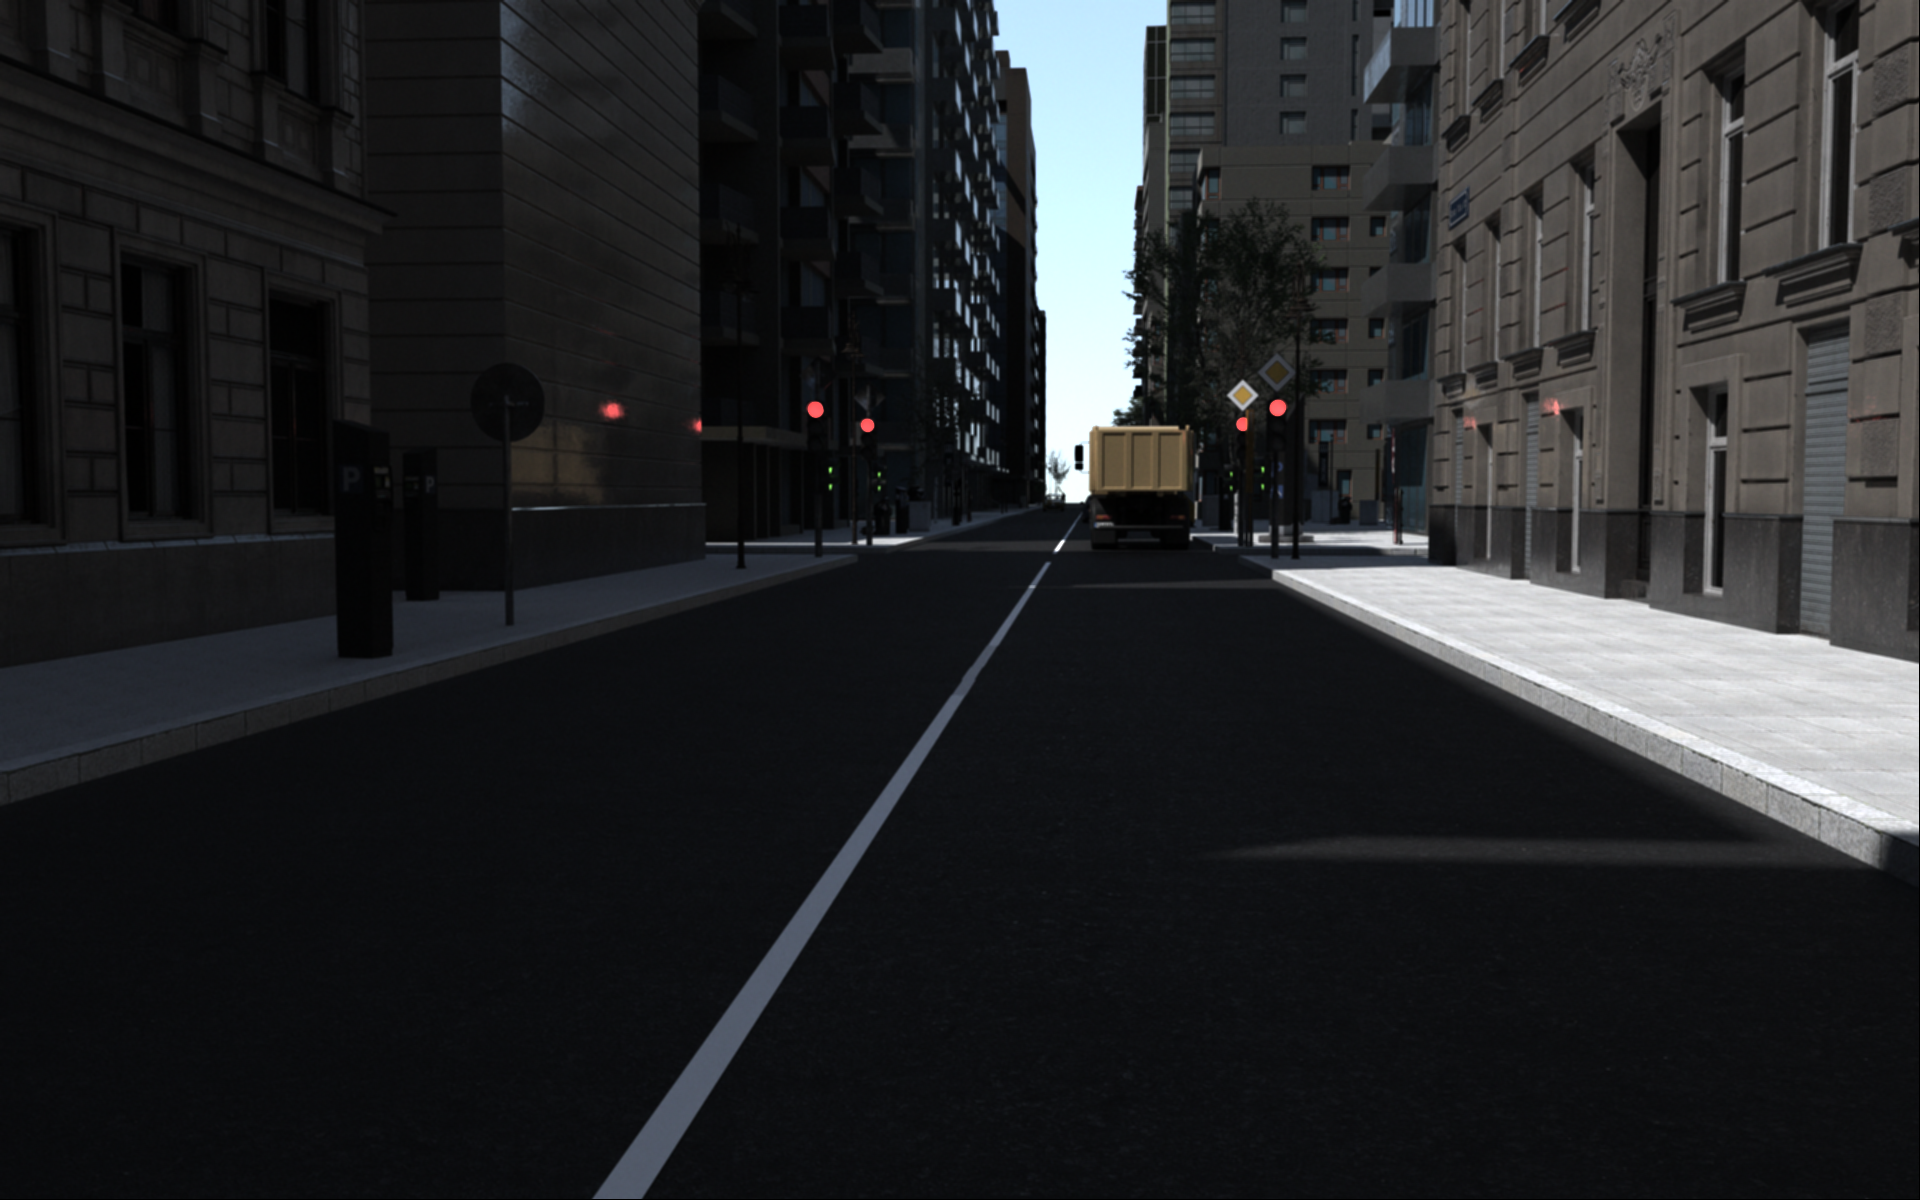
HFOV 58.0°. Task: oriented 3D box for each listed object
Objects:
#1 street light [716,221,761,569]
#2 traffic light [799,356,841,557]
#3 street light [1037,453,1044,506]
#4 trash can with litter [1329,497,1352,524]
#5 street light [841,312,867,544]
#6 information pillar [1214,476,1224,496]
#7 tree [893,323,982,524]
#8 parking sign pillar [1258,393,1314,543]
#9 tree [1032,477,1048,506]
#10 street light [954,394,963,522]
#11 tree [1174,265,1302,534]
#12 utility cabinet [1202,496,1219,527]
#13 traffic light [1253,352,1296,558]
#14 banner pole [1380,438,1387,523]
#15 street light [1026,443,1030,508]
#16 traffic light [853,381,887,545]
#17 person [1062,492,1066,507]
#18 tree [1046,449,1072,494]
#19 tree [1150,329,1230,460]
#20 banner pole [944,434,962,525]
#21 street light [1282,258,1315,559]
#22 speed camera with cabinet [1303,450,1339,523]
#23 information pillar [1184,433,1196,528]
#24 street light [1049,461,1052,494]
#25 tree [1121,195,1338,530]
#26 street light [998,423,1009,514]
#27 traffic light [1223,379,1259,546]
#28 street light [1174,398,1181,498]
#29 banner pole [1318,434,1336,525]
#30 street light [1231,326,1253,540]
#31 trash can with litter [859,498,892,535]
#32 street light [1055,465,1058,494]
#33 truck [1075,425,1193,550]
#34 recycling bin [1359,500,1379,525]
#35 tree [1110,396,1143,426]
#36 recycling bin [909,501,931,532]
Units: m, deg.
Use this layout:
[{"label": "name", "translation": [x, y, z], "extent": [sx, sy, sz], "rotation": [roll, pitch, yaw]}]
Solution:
[{"label": "street light", "translation": [-3.771, -3.479, 29.667], "extent": [0.468, 5.910, 1.993], "rotation": [0, 4, 4]}, {"label": "traffic light", "translation": [-2.864, -2.829, 35.181], "extent": [0.839, 4.253, 0.868], "rotation": [0, 4, 4]}, {"label": "street light", "translation": [8.678, -13.276, 189.853], "extent": [0.468, 5.910, 1.993], "rotation": [0, 4, 4]}, {"label": "trash can with litter", "translation": [16.137, -3.803, 73.571], "extent": [0.624, 1.170, 1.055], "rotation": [-3, 4, -38]}, {"label": "street light", "translation": [-2.688, -4.358, 44.042], "extent": [0.468, 5.910, 1.993], "rotation": [0, 4, 4]}, {"label": "information pillar", "translation": [10.423, -3.995, 69.807], "extent": [0.304, 2.012, 0.304], "rotation": [-2, 4, -23]}, {"label": "tree", "translation": [-1.064, -7.646, 75.367], "extent": [4.360, 8.622, 3.978], "rotation": [0, 3, 0]}, {"label": "parking sign pillar", "translation": [8.629, -3.501, 45.713], "extent": [1.447, 3.967, 1.447], "rotation": [2, 4, 34]}, {"label": "tree", "translation": [9.091, -12.228, 194.522], "extent": [1.663, 3.219, 1.824], "rotation": [0, 3, 0]}, {"label": "street light", "translation": [0.024, -6.472, 78.608], "extent": [0.468, 5.910, 1.993], "rotation": [0, 4, 4]}, {"label": "tree", "translation": [8.869, -6.416, 55.260], "extent": [4.360, 8.622, 3.978], "rotation": [0, 3, 0]}, {"label": "utility cabinet", "translation": [10.121, -3.521, 68.732], "extent": [1.020, 1.237, 0.306], "rotation": [-1, 4, -22]}, {"label": "traffic light", "translation": [6.271, -2.787, 34.489], "extent": [0.839, 4.253, 0.868], "rotation": [0, 4, 4]}, {"label": "banner pole", "translation": [19.042, -5.360, 77.654], "extent": [0.401, 3.779, 0.863], "rotation": [0, 4, 5]}, {"label": "street light", "translation": [6.061, -11.138, 154.887], "extent": [0.468, 5.910, 1.993], "rotation": [0, 4, 4]}, {"label": "traffic light", "translation": [-2.245, -3.316, 43.142], "extent": [0.839, 4.253, 0.868], "rotation": [0, 4, 4]}, {"label": "person", "translation": [11.111, -10.751, 185.746], "extent": [0.415, 1.643, 0.593], "rotation": [2, 4, 29]}, {"label": "tree", "translation": [15.541, -19.977, 276.987], "extent": [4.737, 8.622, 4.395], "rotation": [0, 3, 0]}, {"label": "tree", "translation": [10.391, -7.808, 78.021], "extent": [4.737, 8.622, 4.395], "rotation": [0, 3, 0]}, {"label": "banner pole", "translation": [-0.328, -5.047, 72.528], "extent": [0.863, 3.779, 0.401], "rotation": [2, 4, 29]}, {"label": "street light", "translation": [6.639, -3.750, 34.096], "extent": [0.468, 5.910, 1.993], "rotation": [0, 4, 4]}, {"label": "speed camera with cabinet", "translation": [17.210, -5.459, 83.598], "extent": [2.038, 3.252, 0.660], "rotation": [0, 4, -5]}, {"label": "information pillar", "translation": [8.798, -4.585, 66.311], "extent": [0.504, 3.616, 0.183], "rotation": [3, 5, 40]}, {"label": "street light", "translation": [12.438, -16.251, 238.485], "extent": [0.468, 5.910, 1.993], "rotation": [0, 4, 4]}, {"label": "tree", "translation": [9.480, -8.313, 61.666], "extent": [9.928, 11.665, 9.643], "rotation": [0, 3, 0]}, {"label": "street light", "translation": [2.768, -8.586, 113.170], "extent": [0.468, 5.910, 1.993], "rotation": [0, 4, 4]}, {"label": "traffic light", "translation": [6.890, -3.274, 42.450], "extent": [0.839, 4.253, 0.868], "rotation": [0, 4, 4]}, {"label": "street light", "translation": [10.427, -6.705, 82.422], "extent": [0.468, 5.910, 1.993], "rotation": [0, 4, 4]}, {"label": "banner pole", "translation": [15.301, -5.030, 72.264], "extent": [0.863, 3.779, 0.401], "rotation": [-1, 4, -21]}, {"label": "street light", "translation": [7.772, -4.591, 47.852], "extent": [0.468, 5.910, 1.993], "rotation": [0, 4, 4]}, {"label": "trash can with litter", "translation": [-2.641, -2.598, 53.863], "extent": [1.055, 1.170, 0.624], "rotation": [2, 4, 25]}, {"label": "street light", "translation": [15.234, -18.367, 273.088], "extent": [0.468, 5.910, 1.993], "rotation": [0, 4, 4]}, {"label": "truck", "translation": [4.888, -3.189, 48.057], "extent": [3.469, 3.379, 9.791], "rotation": [0, 4, 4]}, {"label": "recycling bin", "translation": [16.819, -3.585, 71.175], "extent": [0.722, 1.027, 0.722], "rotation": [1, 4, 19]}, {"label": "tree", "translation": [20.216, -17.281, 200.673], "extent": [7.486, 12.596, 7.792], "rotation": [0, 3, 0]}, {"label": "recycling bin", "translation": [-1.377, -2.874, 59.544], "extent": [0.722, 1.027, 0.722], "rotation": [0, 4, 4]}]
